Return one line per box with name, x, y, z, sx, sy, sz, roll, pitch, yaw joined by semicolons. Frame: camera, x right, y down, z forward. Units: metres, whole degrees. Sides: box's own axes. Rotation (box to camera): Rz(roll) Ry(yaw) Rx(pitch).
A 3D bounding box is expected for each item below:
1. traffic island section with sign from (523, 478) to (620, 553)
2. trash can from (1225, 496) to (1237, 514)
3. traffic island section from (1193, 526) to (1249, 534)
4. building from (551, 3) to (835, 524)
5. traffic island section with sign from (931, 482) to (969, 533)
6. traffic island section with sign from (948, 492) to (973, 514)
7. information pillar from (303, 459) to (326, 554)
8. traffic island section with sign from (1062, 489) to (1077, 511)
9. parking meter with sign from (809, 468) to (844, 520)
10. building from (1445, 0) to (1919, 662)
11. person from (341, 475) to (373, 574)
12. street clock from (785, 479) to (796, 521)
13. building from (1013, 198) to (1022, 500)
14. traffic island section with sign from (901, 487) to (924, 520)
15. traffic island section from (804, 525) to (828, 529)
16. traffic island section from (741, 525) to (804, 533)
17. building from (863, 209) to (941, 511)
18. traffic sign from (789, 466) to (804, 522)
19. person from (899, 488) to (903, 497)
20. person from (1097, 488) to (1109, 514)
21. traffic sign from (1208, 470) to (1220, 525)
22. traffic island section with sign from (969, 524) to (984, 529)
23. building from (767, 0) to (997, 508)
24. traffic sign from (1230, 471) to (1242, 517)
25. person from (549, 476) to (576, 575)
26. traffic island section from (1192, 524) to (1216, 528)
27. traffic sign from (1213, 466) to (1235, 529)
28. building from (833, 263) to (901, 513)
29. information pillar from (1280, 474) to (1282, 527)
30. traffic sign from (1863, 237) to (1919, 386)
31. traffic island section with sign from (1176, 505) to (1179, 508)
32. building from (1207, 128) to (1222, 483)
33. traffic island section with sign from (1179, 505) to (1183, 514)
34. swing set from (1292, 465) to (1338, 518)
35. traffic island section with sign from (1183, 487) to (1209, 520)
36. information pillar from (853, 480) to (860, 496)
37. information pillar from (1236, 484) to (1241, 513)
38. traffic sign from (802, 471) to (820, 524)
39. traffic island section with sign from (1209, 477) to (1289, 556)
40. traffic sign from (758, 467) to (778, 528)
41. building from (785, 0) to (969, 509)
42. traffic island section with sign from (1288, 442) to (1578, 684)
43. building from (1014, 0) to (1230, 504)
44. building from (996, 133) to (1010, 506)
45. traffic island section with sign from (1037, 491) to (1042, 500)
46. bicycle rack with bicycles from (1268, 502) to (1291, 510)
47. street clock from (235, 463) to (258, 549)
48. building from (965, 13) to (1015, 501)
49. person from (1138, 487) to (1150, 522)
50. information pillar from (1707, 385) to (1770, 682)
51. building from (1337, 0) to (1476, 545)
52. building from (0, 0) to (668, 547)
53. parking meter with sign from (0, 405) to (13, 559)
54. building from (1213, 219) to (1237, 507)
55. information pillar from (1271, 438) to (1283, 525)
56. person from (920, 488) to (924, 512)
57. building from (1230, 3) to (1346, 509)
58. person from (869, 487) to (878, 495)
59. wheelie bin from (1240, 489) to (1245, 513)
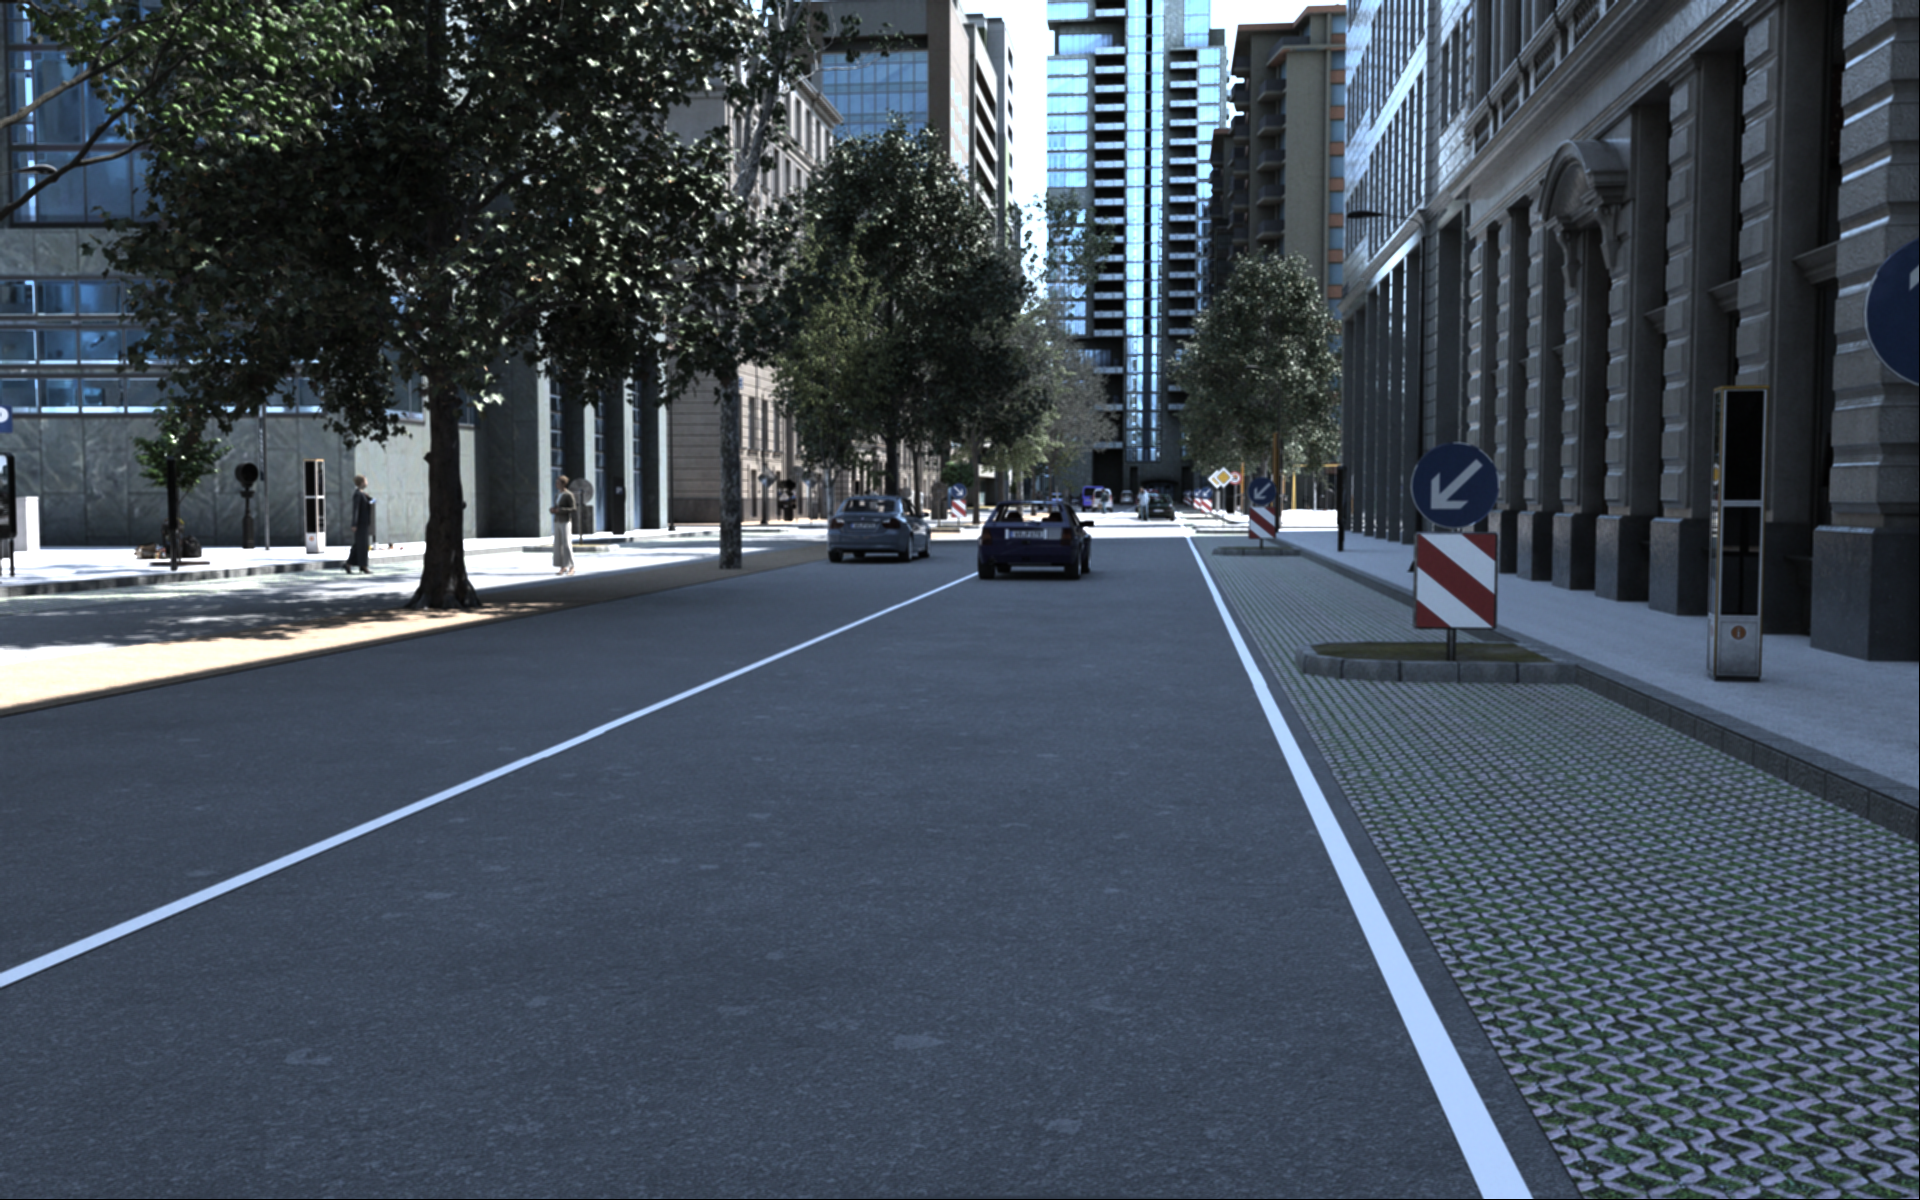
traffic island section with sign;-9.563;-2.104;43.021;1.989;1.847;2.006;0;4;7
trash can;17.557;-6.156;112.301;0.748;1.137;0.748;0;3;0
traffic island section;9.619;-2.502;63.180;2.009;0.180;2.903;0;4;7
building;-14.159;-17.717;86.930;12.463;27.353;25.104;0;4;7
traffic island section with sign;-0.864;-3.458;64.668;2.006;1.907;1.989;0;4;7
traffic island section with sign;0.223;-7.118;125.012;1.989;1.847;2.006;0;4;7
information pillar;-13.740;-1.980;36.870;0.304;2.012;0.304;1;4;10
traffic island section with sign;8.922;-8.471;146.634;2.006;1.907;1.989;0;4;7
parking meter with sign;-6.752;-5.592;87.687;1.738;3.016;0.543;-2;4;-26
building;12.814;-11.761;21.170;11.050;23.489;19.941;0;4;7
person;-10.749;-1.346;30.934;0.534;1.772;0.576;-2;4;-35
street clock;-7.952;-4.684;81.153;0.471;2.002;0.358;-2;4;-24
building;1.089;-34.025;239.898;14.086;41.232;14.154;0;4;7
traffic island section with sign;-3.059;-5.436;97.513;1.989;1.847;2.006;0;4;7
traffic island section;-6.305;-3.110;73.121;2.009;0.180;2.903;0;4;7
traffic island section;-7.252;-2.625;65.192;2.009;0.180;2.903;0;4;7
building;-8.606;-20.439;131.440;12.463;27.353;25.104;0;4;7
traffic sign;-7.377;-4.780;78.256;0.768;2.556;0.104;1;4;10
person;-3.096;-4.799;87.517;0.362;1.759;0.519;-2;4;-30
person;10.093;-6.943;122.003;0.794;1.824;0.713;-3;5;-40
traffic sign;10.542;-4.122;71.035;0.795;2.450;0.064;0;4;7
traffic island section with sign;0.024;-3.907;72.022;2.006;1.907;1.989;0;4;7
building;-7.946;-33.659;174.032;21.300;48.544;21.600;0;4;7
traffic sign;15.228;-5.864;95.977;0.768;2.556;0.104;0;4;8
person;-7.072;-1.325;30.707;0.519;1.759;0.362;3;4;38
traffic island section;10.566;-2.986;71.109;2.009;0.180;2.903;0;4;7
traffic sign;9.595;-3.637;63.106;0.795;2.450;0.064;0;4;7
building;-9.908;-14.945;108.986;10.561;19.102;19.286;0;4;7
information pillar;11.681;-3.622;63.716;0.304;2.012;0.304;0;4;3
traffic sign;4.804;-0.513;8.495;0.768;2.556;0.104;1;4;11
traffic island section with sign;22.659;-10.012;172.327;1.989;1.847;2.006;0;4;7
building;40.339;-33.587;203.778;22.147;44.769;28.867;0;4;7
traffic island section with sign;16.822;-7.018;123.378;1.989;1.847;2.006;0;4;7
swing set;19.264;-5.842;93.143;3.119;2.851;2.862;0;4;8
traffic island section with sign;13.619;-5.381;96.613;1.989;1.847;2.006;0;4;7
information pillar;-5.657;-5.494;94.312;0.304;2.012;0.304;0;4;-1
information pillar;19.432;-7.094;120.481;0.304;2.012;0.304;2;4;28
traffic sign;-6.281;-4.246;73.056;0.795;2.450;0.064;0;4;7
traffic island section with sign;6.960;-1.966;40.775;1.989;1.847;2.006;0;4;7
traffic sign;-7.228;-3.761;65.127;0.795;2.450;0.064;0;4;7
building;-6.854;-30.907;155.442;14.600;45.320;14.200;0;4;7
traffic island section with sign;3.764;-0.329;14.010;1.989;1.847;2.006;0;4;7
building;23.961;-56.713;239.935;31.000;86.520;22.319;0;4;7
building;-2.156;-31.065;191.502;14.154;41.232;14.086;0;4;7
traffic island section with sign;9.283;-11.759;200.892;1.989;1.847;2.006;0;4;7
bicycle rack with bicycles;25.114;-7.597;137.591;2.852;0.926;2.925;-3;5;-44
street clock;-16.570;-2.184;40.281;0.358;2.002;0.471;2;4;31
building;-7.778;-41.043;213.054;28.212;58.520;21.231;0;4;7
person;9.439;-4.895;88.792;0.793;1.790;0.793;-2;4;-30
information pillar;5.343;-0.453;11.906;0.304;2.012;0.304;1;4;14
building;17.095;-16.390;45.471;11.434;29.767;29.804;0;4;7
building;-27.392;-45.183;51.416;31.000;86.520;22.319;0;4;7
parking meter with sign;-19.254;-2.346;34.611;0.543;3.016;1.738;-2;4;-32
building;33.825;-25.134;182.636;14.160;30.474;14.107;0;4;7
information pillar;13.354;-4.987;72.890;0.504;3.616;0.183;-1;4;-13
person;-2.476;-5.854;104.404;0.606;1.804;0.583;-3;5;-41
building;36.114;-30.930;160.329;22.147;44.769;28.867;0;4;7
person;-3.863;-4.317;79.277;0.606;1.804;0.583;3;5;40
wheelie bin;19.114;-6.587;115.605;0.693;1.594;0.980;-3;4;-37
